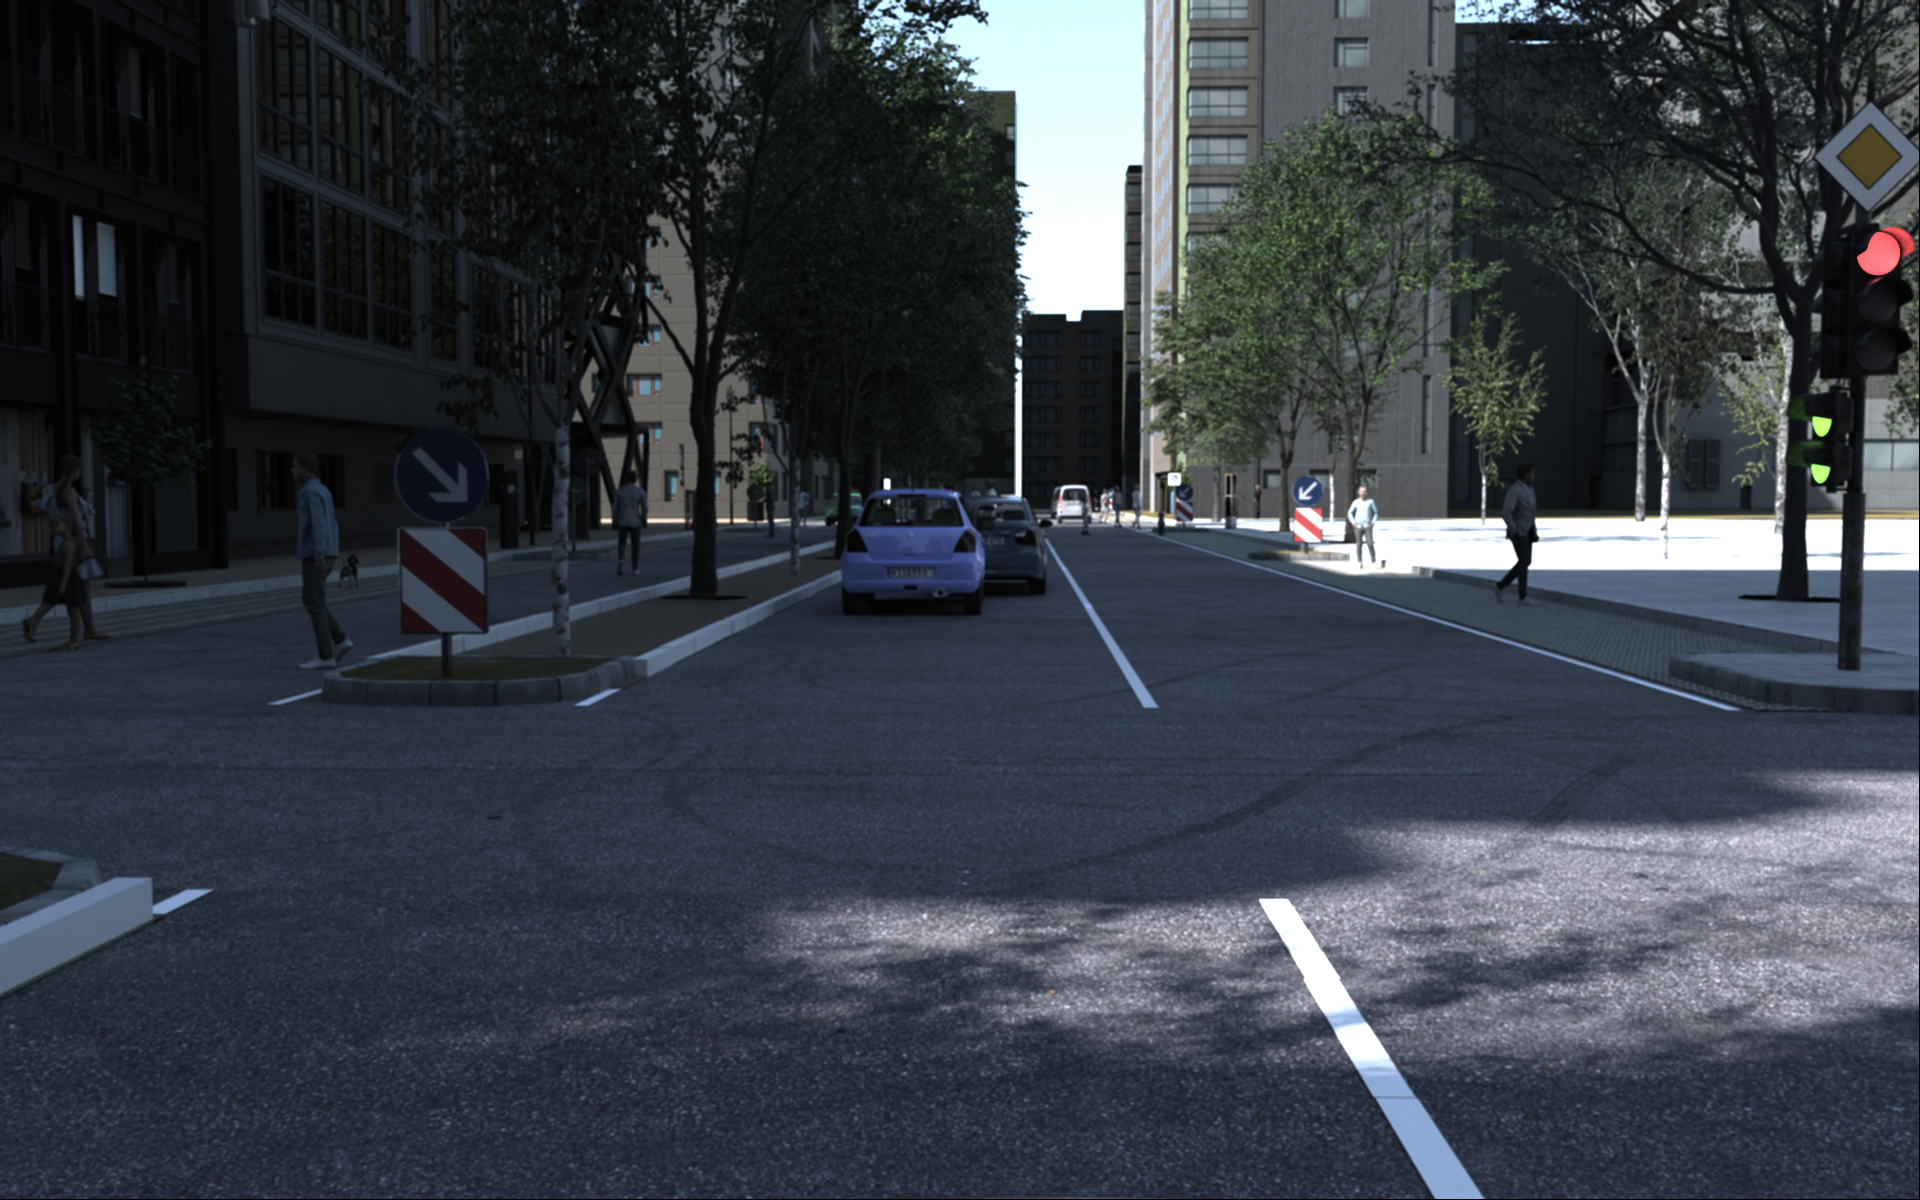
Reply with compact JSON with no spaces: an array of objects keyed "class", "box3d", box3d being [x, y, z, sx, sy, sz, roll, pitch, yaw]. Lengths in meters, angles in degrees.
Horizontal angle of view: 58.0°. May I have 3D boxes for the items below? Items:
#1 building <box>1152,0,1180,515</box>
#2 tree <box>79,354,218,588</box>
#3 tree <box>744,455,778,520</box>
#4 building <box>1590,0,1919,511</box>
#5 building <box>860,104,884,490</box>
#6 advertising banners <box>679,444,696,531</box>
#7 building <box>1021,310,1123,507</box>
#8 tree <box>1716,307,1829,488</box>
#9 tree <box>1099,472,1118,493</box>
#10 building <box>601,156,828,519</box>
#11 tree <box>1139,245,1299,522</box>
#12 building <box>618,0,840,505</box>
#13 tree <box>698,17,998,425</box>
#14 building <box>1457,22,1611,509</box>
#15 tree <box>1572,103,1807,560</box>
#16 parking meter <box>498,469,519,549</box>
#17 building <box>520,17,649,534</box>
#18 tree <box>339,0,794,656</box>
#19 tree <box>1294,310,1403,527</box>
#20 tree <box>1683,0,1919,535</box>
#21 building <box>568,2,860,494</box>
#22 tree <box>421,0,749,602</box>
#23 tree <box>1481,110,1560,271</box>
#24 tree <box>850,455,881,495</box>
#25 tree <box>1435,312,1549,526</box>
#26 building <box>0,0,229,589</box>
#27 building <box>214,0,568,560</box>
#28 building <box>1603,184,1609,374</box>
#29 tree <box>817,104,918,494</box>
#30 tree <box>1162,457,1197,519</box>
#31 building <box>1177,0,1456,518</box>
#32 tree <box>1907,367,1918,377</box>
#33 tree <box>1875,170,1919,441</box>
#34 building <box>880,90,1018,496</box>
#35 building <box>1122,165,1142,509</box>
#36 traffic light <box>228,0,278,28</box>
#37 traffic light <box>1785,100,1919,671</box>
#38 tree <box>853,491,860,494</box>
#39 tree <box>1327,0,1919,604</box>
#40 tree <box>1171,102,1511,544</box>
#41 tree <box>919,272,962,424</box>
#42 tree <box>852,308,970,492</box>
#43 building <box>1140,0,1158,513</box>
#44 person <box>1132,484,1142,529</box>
[{"class":"building","box3d":[20.027,-28.228,111.636,14.600,45.320,14.200,0,4,2]},{"class":"tree","box3d":[-11.210,-1.802,24.072,1.663,3.219,1.824,0,3,0]},{"class":"tree","box3d":[-9.801,-5.536,85.115,1.663,3.219,1.824,0,3,0]},{"class":"building","box3d":[68.773,-34.088,146.581,27.495,52.752,28.713,0,4,2]},{"class":"building","box3d":[-22.424,-32.371,183.896,28.867,44.769,22.147,0,4,2]},{"class":"advertising banners","box3d":[-9.582,-3.965,61.013,0.090,3.025,2.074,0,4,8]},{"class":"building","box3d":[21.071,-20.865,186.177,28.899,21.520,27.650,0,4,2]},{"class":"tree","box3d":[31.108,-7.057,65.749,4.737,8.622,4.395,0,3,0]},{"class":"tree","box3d":[13.105,-9.687,152.976,1.663,3.219,1.824,0,3,0]},{"class":"building","box3d":[-23.289,-15.821,103.710,27.650,21.520,28.899,0,4,2]},{"class":"tree","box3d":[11.867,-9.868,79.475,7.486,12.596,7.792,0,3,0]},{"class":"building","box3d":[-16.337,-26.957,124.343,14.154,41.232,14.086,0,4,2]},{"class":"tree","box3d":[-2.487,-8.465,47.514,9.857,13.997,8.962,0,3,0]},{"class":"building","box3d":[48.210,-28.779,154.129,14.086,41.232,14.154,0,4,2]},{"class":"tree","box3d":[13.993,-5.089,33.564,4.360,8.622,3.978,0,3,0]},{"class":"parking meter","box3d":[-10.595,-2.137,40.644,0.255,1.863,0.399,3,5,43]},{"class":"building","box3d":[-20.007,-11.897,61.967,16.820,18.784,16.811,0,4,2]},{"class":"tree","box3d":[-3.533,-3.821,15.290,4.360,8.622,3.978,0,3,0]},{"class":"tree","box3d":[14.412,-7.085,66.208,4.360,8.622,3.978,0,3,0]},{"class":"tree","box3d":[26.924,-12.182,55.067,12.611,20.169,13.585,0,3,0]},{"class":"building","box3d":[-23.176,-37.334,152.417,28.212,58.520,21.231,0,4,2]},{"class":"tree","box3d":[-3.375,-5.800,23.045,9.928,11.665,9.643,0,3,0]},{"class":"tree","box3d":[29.915,-13.683,79.610,12.611,20.169,13.585,0,3,0]},{"class":"tree","box3d":[-7.611,-9.240,134.783,4.285,4.588,4.351,0,3,0]},{"class":"tree","box3d":[21.286,-7.277,69.334,4.737,8.622,4.395,0,3,0]},{"class":"building","box3d":[-18.988,-11.726,21.393,12.332,23.373,15.834,0,4,2]},{"class":"building","box3d":[-19.360,-15.147,41.168,14.314,27.812,24.014,0,4,2]},{"class":"building","box3d":[66.379,-32.263,177.611,14.200,45.320,14.600,0,4,2]},{"class":"tree","box3d":[-2.901,-4.742,30.355,4.360,8.622,3.978,0,3,0]},{"class":"tree","box3d":[11.260,-5.767,88.891,1.663,3.219,1.824,0,3,0]},{"class":"building","box3d":[19.252,-25.325,97.663,14.154,41.232,14.086,0,4,2]},{"class":"tree","box3d":[37.452,-6.952,64.034,4.737,8.622,4.395,0,3,0]},{"class":"tree","box3d":[26.301,-7.540,40.288,9.611,12.733,9.660,0,3,0]},{"class":"building","box3d":[-1.093,-30.318,179.287,14.086,41.232,14.154,0,4,2]},{"class":"building","box3d":[21.447,-23.405,154.374,14.160,30.474,14.107,0,4,2]},{"class":"traffic light","box3d":[-7.578,-2.346,13.031,4.771,5.953,1.251,0,4,2]},{"class":"traffic light","box3d":[6.481,-1.445,12.548,0.839,4.253,0.868,0,4,2]},{"class":"tree","box3d":[-8.140,-9.155,144.289,1.663,3.219,1.824,0,3,0]},{"class":"tree","box3d":[10.128,-6.740,20.567,12.009,13.543,11.850,0,3,0]},{"class":"tree","box3d":[10.342,-7.298,45.081,9.928,11.665,9.643,0,3,0]},{"class":"tree","box3d":[-1.666,-6.240,54.848,4.360,8.622,3.978,0,3,0]},{"class":"tree","box3d":[-1.980,-6.530,59.585,4.737,8.622,4.395,0,3,0]},{"class":"building","box3d":[24.474,-36.102,132.265,21.231,58.520,28.212,0,4,2]},{"class":"person","box3d":[7.199,-3.813,70.716,0.514,1.842,0.818,3,5,39]}]
